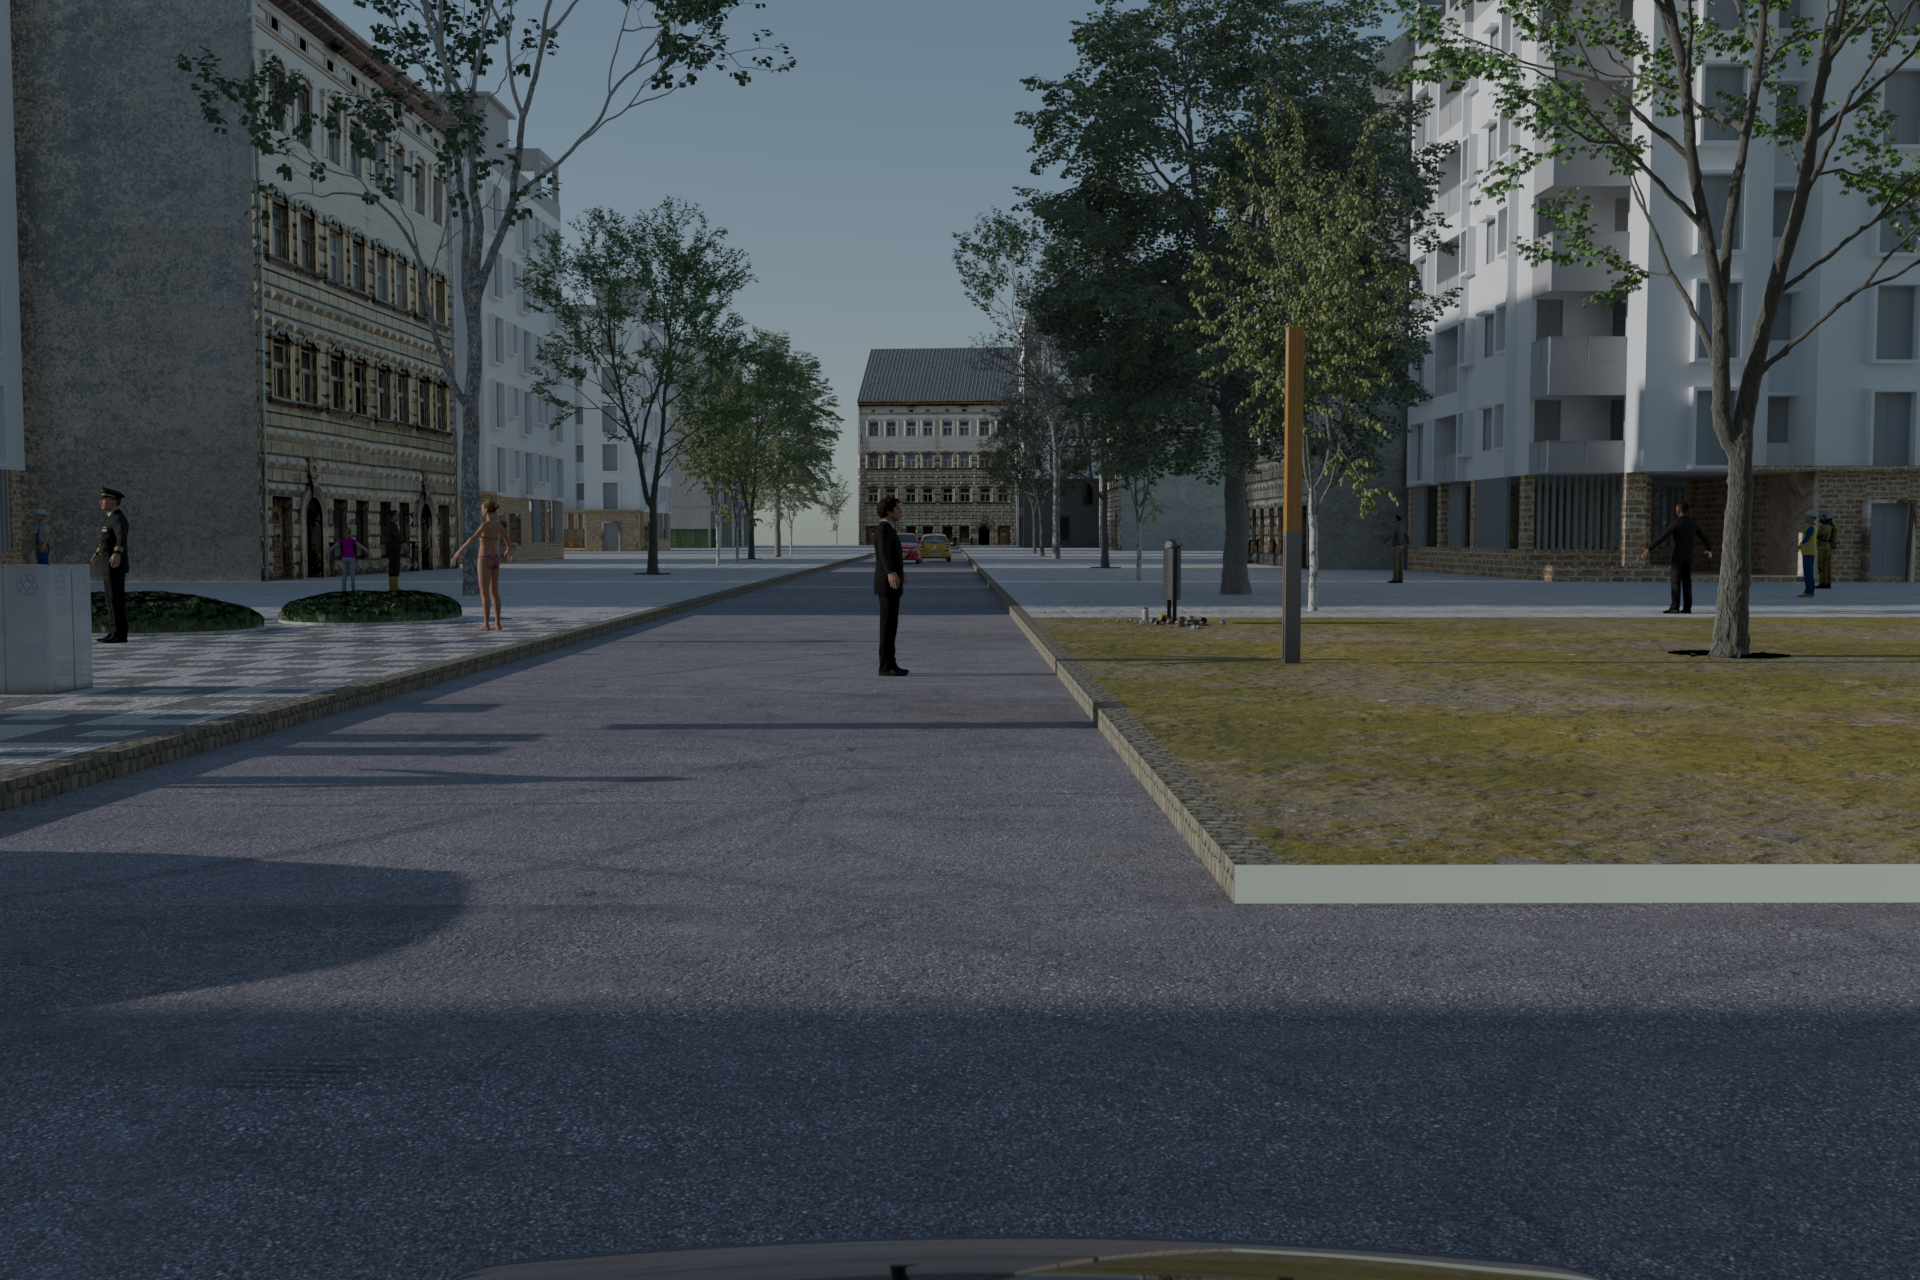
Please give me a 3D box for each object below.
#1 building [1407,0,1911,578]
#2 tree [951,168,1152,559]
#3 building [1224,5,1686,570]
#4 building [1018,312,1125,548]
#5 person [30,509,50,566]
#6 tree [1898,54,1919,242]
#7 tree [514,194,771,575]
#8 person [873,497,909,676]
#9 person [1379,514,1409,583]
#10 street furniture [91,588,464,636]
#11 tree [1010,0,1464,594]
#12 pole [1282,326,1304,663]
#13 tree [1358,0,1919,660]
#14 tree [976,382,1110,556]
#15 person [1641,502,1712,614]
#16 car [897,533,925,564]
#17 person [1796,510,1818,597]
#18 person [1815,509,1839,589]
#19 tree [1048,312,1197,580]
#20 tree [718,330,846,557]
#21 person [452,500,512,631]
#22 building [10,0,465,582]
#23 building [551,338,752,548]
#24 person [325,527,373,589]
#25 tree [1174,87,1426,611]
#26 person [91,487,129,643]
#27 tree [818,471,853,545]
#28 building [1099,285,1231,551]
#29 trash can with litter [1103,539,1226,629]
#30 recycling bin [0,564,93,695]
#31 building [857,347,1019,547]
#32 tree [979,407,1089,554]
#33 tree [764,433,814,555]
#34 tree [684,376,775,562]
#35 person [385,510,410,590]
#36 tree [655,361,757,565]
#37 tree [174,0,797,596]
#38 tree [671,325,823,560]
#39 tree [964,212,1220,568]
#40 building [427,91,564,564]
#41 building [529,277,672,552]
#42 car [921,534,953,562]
[{"bbox_3d":[20.754,-12.369,58.652,16.016,20.090,11.380,0,3,0],"label":"building"},{"bbox_3d":[6.207,-14.263,89.082,12.611,20.169,13.585,0,3,0],"label":"tree"},{"bbox_3d":[21.749,-14.650,70.458,19.493,23.208,18.063,0,3,0],"label":"building"},{"bbox_3d":[19.790,-20.309,176.021,27.936,21.610,32.646,0,4,0],"label":"building"},{"bbox_3d":[-20.698,-2.028,39.009,0.705,1.847,1.347,-3,4,-38],"label":"person"},{"bbox_3d":[17.776,-6.061,24.854,9.928,11.665,9.643,0,3,0],"label":"tree"},{"bbox_3d":[-9.790,-7.864,54.334,9.928,11.665,9.643,0,3,0],"label":"tree"},{"bbox_3d":[-0.689,-0.547,17.582,0.705,1.806,1.347,0,4,2],"label":"person"},{"bbox_3d":[11.421,-2.387,45.300,1.348,1.796,0.705,-3,5,-44],"label":"person"},{"bbox_3d":[-12.573,-0.552,24.649,10.072,0.657,5.734,0,4,4],"label":"street furniture"},{"bbox_3d":[5.801,-7.952,36.678,9.857,13.997,8.962,0,3,0],"label":"tree"},{"bbox_3d":[3.295,-1.425,17.141,0.158,3.312,0.155,0,3,0],"label":"pole"},{"bbox_3d":[8.028,-5.622,17.683,9.928,11.665,9.643,0,3,0],"label":"tree"},{"bbox_3d":[4.878,-10.188,100.982,8.767,10.594,7.601,1,4,10],"label":"tree"},{"bbox_3d":[11.611,-1.327,27.918,1.346,1.802,0.704,-1,4,-18],"label":"person"},{"bbox_3d":[-2.790,-4.591,84.100,2.155,1.783,4.494,0,4,0],"label":"car"},{"bbox_3d":[17.178,-1.759,35.221,0.721,1.772,1.216,2,4,35],"label":"person"},{"bbox_3d":[20.324,-2.139,40.735,1.354,1.858,0.705,-3,4,-39],"label":"person"},{"bbox_3d":[5.173,-5.966,47.913,4.360,8.622,3.978,0,3,0],"label":"tree"},{"bbox_3d":[-10.134,-10.947,97.109,7.486,12.596,7.792,0,3,0],"label":"tree"},{"bbox_3d":[-6.311,-0.990,22.985,0.721,1.733,1.217,1,4,21],"label":"person"},{"bbox_3d":[-27.948,-13.701,54.948,19.493,23.208,18.063,0,3,0],"label":"building"},{"bbox_3d":[-31.047,-18.694,172.104,16.747,18.905,31.486,0,4,1],"label":"building"},{"bbox_3d":[-13.021,-1.691,36.910,0.991,1.433,0.599,-1,4,-9],"label":"person"},{"bbox_3d":[5.772,-4.779,28.494,4.737,8.622,4.395,0,3,0],"label":"tree"},{"bbox_3d":[-10.026,-0.889,20.464,0.705,1.837,1.347,-2,4,-35],"label":"person"},{"bbox_3d":[-14.592,-15.375,201.747,4.737,8.622,4.395,0,3,0],"label":"tree"},{"bbox_3d":[21.653,-19.097,143.163,19.493,23.208,18.063,0,4,0],"label":"building"},{"bbox_3d":[2.954,-0.821,24.486,1.678,1.210,2.233,0,4,-2],"label":"trash can with litter"},{"bbox_3d":[-7.610,-0.098,14.149,0.722,1.027,0.722,0,4,-1],"label":"recycling bin"},{"bbox_3d":[-1.461,-22.624,203.293,18.063,23.208,19.493,0,4,7],"label":"building"},{"bbox_3d":[5.040,-10.916,112.886,8.767,10.594,7.601,2,4,26],"label":"tree"},{"bbox_3d":[-10.516,-9.656,108.245,4.360,8.622,3.978,0,3,0],"label":"tree"},{"bbox_3d":[-10.423,-7.931,80.028,4.737,8.622,4.395,0,3,0],"label":"tree"},{"bbox_3d":[-12.442,-1.960,38.176,0.704,1.812,1.346,-2,4,-34],"label":"person"},{"bbox_3d":[-10.189,-7.406,71.444,4.737,8.622,4.395,0,3,0],"label":"tree"},{"bbox_3d":[-9.893,-11.080,37.053,12.611,20.169,13.585,0,3,0],"label":"tree"},{"bbox_3d":[-10.701,-9.890,87.457,9.928,11.665,9.643,0,3,0],"label":"tree"},{"bbox_3d":[5.335,-9.437,64.667,12.009,13.543,11.850,0,3,0],"label":"tree"},{"bbox_3d":[-25.061,-13.397,75.460,16.016,20.090,11.380,0,4,-1],"label":"building"},{"bbox_3d":[-28.532,-16.669,128.953,16.016,20.090,11.380,0,4,-1],"label":"building"},{"bbox_3d":[-1.333,-4.895,90.249,2.015,1.641,3.980,0,4,-2],"label":"car"}]
